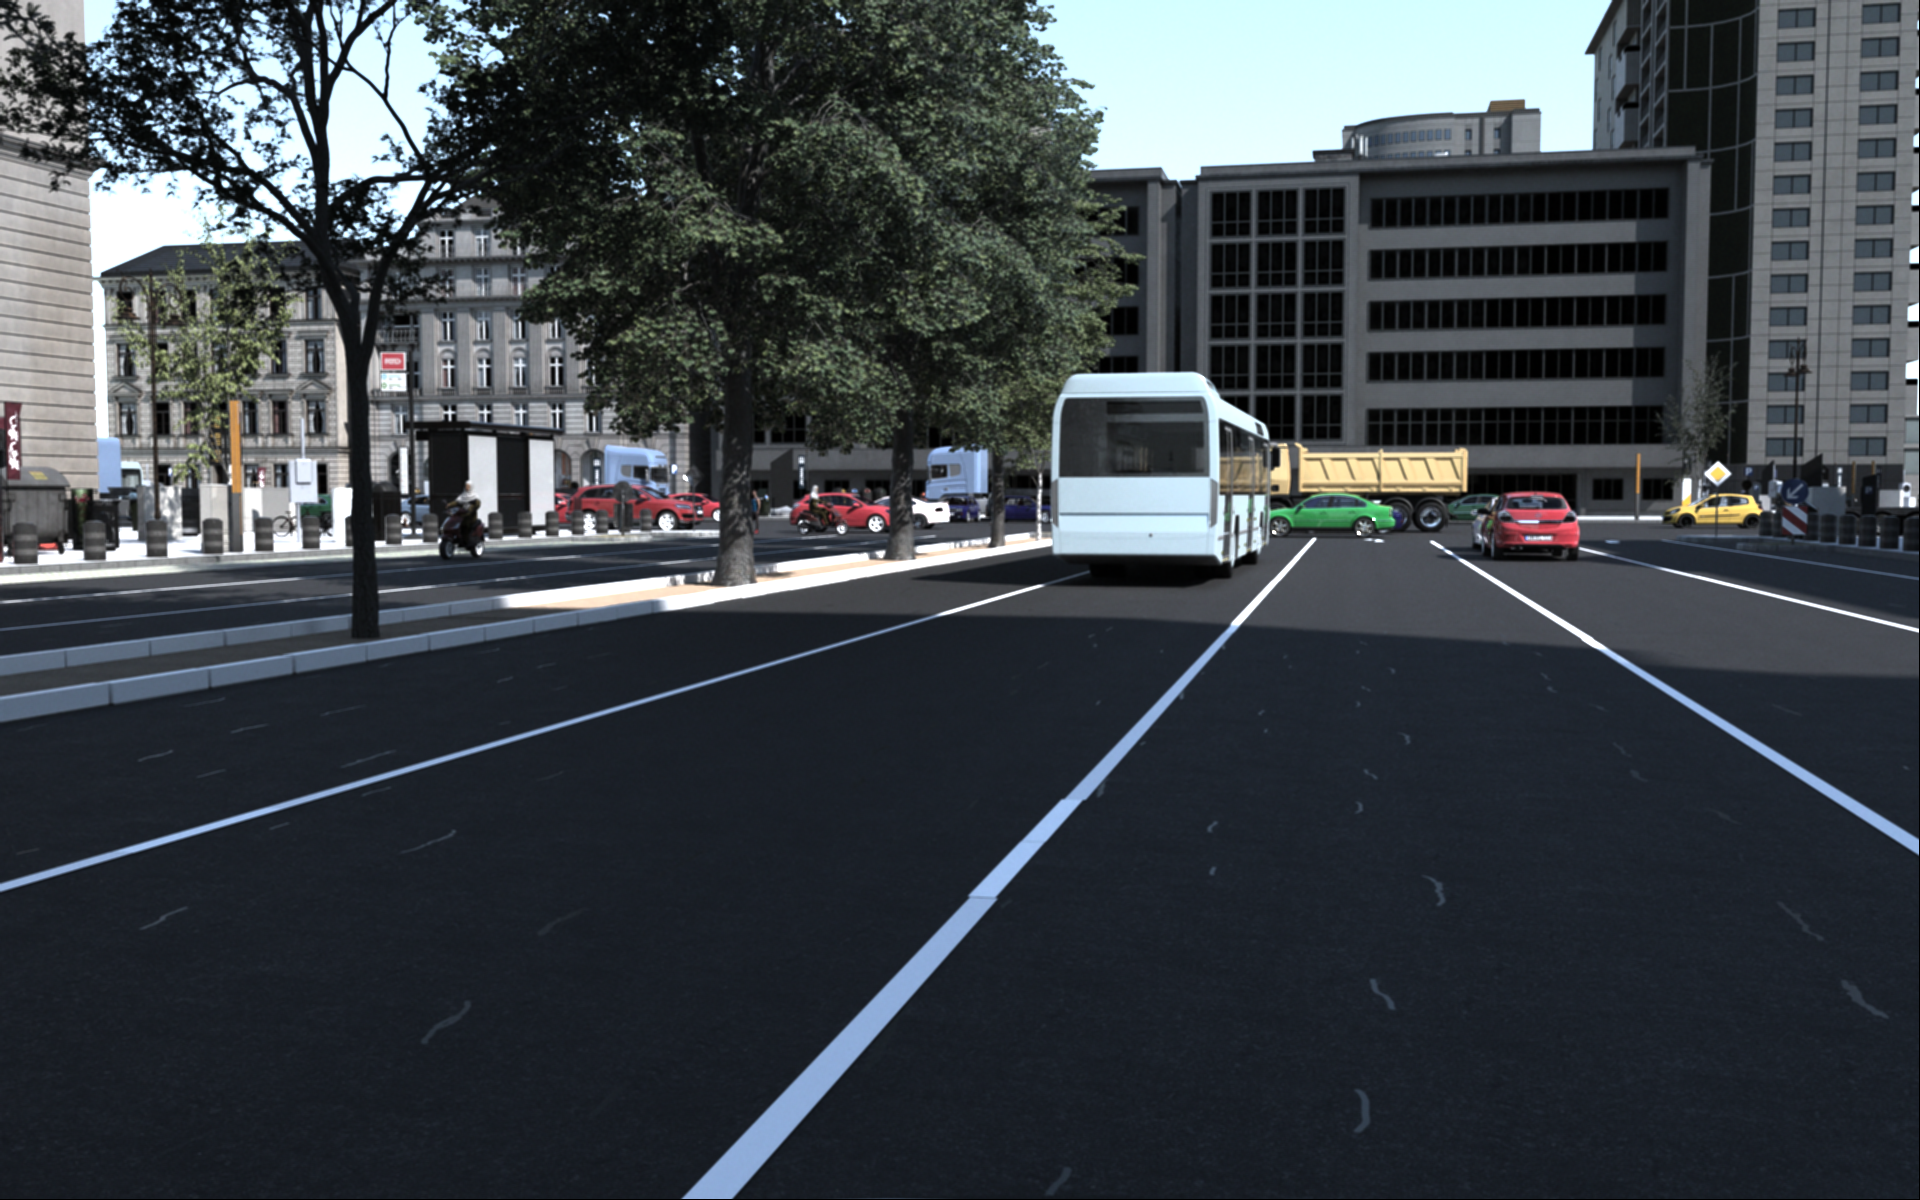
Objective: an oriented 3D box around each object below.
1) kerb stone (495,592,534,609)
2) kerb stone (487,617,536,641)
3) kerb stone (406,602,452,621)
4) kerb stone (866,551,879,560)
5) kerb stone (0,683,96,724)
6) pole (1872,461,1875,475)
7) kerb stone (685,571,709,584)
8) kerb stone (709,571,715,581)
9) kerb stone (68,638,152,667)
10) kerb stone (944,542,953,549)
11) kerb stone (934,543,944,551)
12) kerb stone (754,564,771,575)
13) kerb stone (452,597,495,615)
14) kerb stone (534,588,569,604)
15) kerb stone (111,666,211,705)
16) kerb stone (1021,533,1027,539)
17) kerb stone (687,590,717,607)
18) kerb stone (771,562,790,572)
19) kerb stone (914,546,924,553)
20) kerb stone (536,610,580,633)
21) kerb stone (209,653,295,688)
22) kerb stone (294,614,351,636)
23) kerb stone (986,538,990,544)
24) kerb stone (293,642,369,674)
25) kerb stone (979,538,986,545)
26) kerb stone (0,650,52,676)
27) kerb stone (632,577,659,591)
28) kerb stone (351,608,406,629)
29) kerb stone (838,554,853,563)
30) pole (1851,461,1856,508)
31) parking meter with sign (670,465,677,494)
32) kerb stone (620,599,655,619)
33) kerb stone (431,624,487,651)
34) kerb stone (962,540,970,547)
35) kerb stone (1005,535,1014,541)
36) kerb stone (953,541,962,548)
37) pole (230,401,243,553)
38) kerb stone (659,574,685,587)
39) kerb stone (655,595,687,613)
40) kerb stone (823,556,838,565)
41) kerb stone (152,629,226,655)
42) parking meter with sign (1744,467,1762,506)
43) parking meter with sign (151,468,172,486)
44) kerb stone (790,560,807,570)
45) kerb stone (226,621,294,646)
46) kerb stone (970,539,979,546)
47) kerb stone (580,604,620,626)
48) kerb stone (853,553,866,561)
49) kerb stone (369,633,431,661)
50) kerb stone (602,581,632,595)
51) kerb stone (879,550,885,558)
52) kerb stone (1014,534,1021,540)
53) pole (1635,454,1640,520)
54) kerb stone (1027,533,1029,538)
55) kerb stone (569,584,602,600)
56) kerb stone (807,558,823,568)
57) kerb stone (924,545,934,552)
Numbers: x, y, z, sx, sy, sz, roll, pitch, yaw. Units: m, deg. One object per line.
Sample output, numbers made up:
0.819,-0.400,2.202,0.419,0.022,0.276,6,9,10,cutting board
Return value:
-5.686,0.024,21.799,0.120,0.150,1.000,1,4,13,kerb stone
-4.554,0.301,17.317,0.120,0.150,1.000,1,4,13,kerb stone
-6.146,0.151,19.791,0.120,0.150,1.000,1,4,13,kerb stone
-2.021,-0.958,37.853,0.120,0.150,1.000,1,4,13,kerb stone
-5.943,0.668,11.272,0.120,0.150,1.000,1,4,13,kerb stone
56.285,-6.908,106.782,0.158,3.312,0.155,0,3,0,pole
-4.316,-0.344,27.821,0.120,0.150,1.000,1,4,13,kerb stone
-4.085,-0.405,28.824,0.120,0.150,1.000,1,4,13,kerb stone
-7.300,0.456,14.756,0.120,0.150,1.000,1,4,13,kerb stone
-0.416,-1.388,44.891,0.120,0.150,1.000,1,4,13,kerb stone
-0.635,-1.323,43.882,0.120,0.150,1.000,1,4,13,kerb stone
-3.624,-0.528,30.831,0.120,0.150,1.000,1,4,13,kerb stone
-5.912,0.086,20.796,0.120,0.150,1.000,1,4,13,kerb stone
-5.457,-0.036,22.801,0.120,0.150,1.000,1,4,13,kerb stone
-5.702,0.609,12.275,0.120,0.150,1.000,1,4,13,kerb stone
1.891,-2.003,54.950,0.120,0.150,1.000,1,4,13,kerb stone
-3.409,0.002,22.337,0.120,0.150,1.000,1,4,13,kerb stone
-3.396,-0.583,31.834,0.120,0.150,1.000,1,4,13,kerb stone
-1.102,-1.203,41.864,0.120,0.150,1.000,1,4,13,kerb stone
-4.326,0.237,18.327,0.120,0.150,1.000,1,4,13,kerb stone
-5.474,0.550,13.287,0.120,0.150,1.000,1,4,13,kerb stone
-6.613,0.271,17.775,0.120,0.150,1.000,1,4,13,kerb stone
0.735,-1.696,49.921,0.120,0.150,1.000,1,4,13,kerb stone
-5.240,0.482,14.311,0.120,0.150,1.000,1,4,13,kerb stone
0.503,-1.629,48.920,0.120,0.150,1.000,1,4,13,kerb stone
-7.523,0.517,13.753,0.120,0.150,1.000,1,4,13,kerb stone
-4.778,-0.218,25.809,0.120,0.150,1.000,1,4,13,kerb stone
-6.365,0.209,18.786,0.120,0.150,1.000,1,4,13,kerb stone
-2.475,-0.833,35.848,0.120,0.150,1.000,1,4,13,kerb stone
55.718,-6.982,108.000,0.158,3.312,0.155,0,3,0,pole
-17.670,-6.526,102.969,1.738,3.016,0.543,2,4,28,parking meter with sign
-3.870,0.114,20.333,0.120,0.150,1.000,1,4,13,kerb stone
-4.782,0.360,16.315,0.120,0.150,1.000,1,4,13,kerb stone
0.045,-1.509,46.907,0.120,0.150,1.000,1,4,13,kerb stone
1.430,-1.881,52.942,0.120,0.150,1.000,1,4,13,kerb stone
-0.181,-1.450,45.896,0.120,0.150,1.000,1,4,13,kerb stone
-15.818,-2.692,37.862,0.158,3.312,0.155,0,3,0,pole
-4.543,-0.282,26.816,0.120,0.150,1.000,1,4,13,kerb stone
-3.636,0.056,21.334,0.120,0.150,1.000,1,4,13,kerb stone
-2.708,-0.774,34.846,0.120,0.150,1.000,1,4,13,kerb stone
-7.072,0.394,15.758,0.120,0.150,1.000,1,4,13,kerb stone
51.249,-7.069,111.832,0.543,3.016,1.738,0,4,1,parking meter with sign
-53.666,-7.314,115.841,1.738,3.016,0.543,0,4,-1,parking meter with sign
-3.164,-0.651,32.835,0.120,0.150,1.000,1,4,13,kerb stone
-6.829,0.332,16.763,0.120,0.150,1.000,1,4,13,kerb stone
0.279,-1.570,47.914,0.120,0.150,1.000,1,4,13,kerb stone
-4.091,0.175,19.328,0.120,0.150,1.000,1,4,13,kerb stone
-2.260,-0.896,36.853,0.120,0.150,1.000,1,4,13,kerb stone
-5.017,0.426,15.315,0.120,0.150,1.000,1,4,13,kerb stone
-4.999,-0.160,24.805,0.120,0.150,1.000,1,4,13,kerb stone
-1.790,-1.019,38.854,0.120,0.150,1.000,1,4,13,kerb stone
1.654,-1.942,53.950,0.120,0.150,1.000,1,4,13,kerb stone
34.117,-5.710,87.205,0.158,3.312,0.155,0,3,0,pole
2.109,-2.062,55.955,0.120,0.150,1.000,1,4,13,kerb stone
-5.231,-0.098,23.803,0.120,0.150,1.000,1,4,13,kerb stone
-2.941,-0.713,33.845,0.120,0.150,1.000,1,4,13,kerb stone
-0.878,-1.264,42.867,0.120,0.150,1.000,1,4,13,kerb stone
